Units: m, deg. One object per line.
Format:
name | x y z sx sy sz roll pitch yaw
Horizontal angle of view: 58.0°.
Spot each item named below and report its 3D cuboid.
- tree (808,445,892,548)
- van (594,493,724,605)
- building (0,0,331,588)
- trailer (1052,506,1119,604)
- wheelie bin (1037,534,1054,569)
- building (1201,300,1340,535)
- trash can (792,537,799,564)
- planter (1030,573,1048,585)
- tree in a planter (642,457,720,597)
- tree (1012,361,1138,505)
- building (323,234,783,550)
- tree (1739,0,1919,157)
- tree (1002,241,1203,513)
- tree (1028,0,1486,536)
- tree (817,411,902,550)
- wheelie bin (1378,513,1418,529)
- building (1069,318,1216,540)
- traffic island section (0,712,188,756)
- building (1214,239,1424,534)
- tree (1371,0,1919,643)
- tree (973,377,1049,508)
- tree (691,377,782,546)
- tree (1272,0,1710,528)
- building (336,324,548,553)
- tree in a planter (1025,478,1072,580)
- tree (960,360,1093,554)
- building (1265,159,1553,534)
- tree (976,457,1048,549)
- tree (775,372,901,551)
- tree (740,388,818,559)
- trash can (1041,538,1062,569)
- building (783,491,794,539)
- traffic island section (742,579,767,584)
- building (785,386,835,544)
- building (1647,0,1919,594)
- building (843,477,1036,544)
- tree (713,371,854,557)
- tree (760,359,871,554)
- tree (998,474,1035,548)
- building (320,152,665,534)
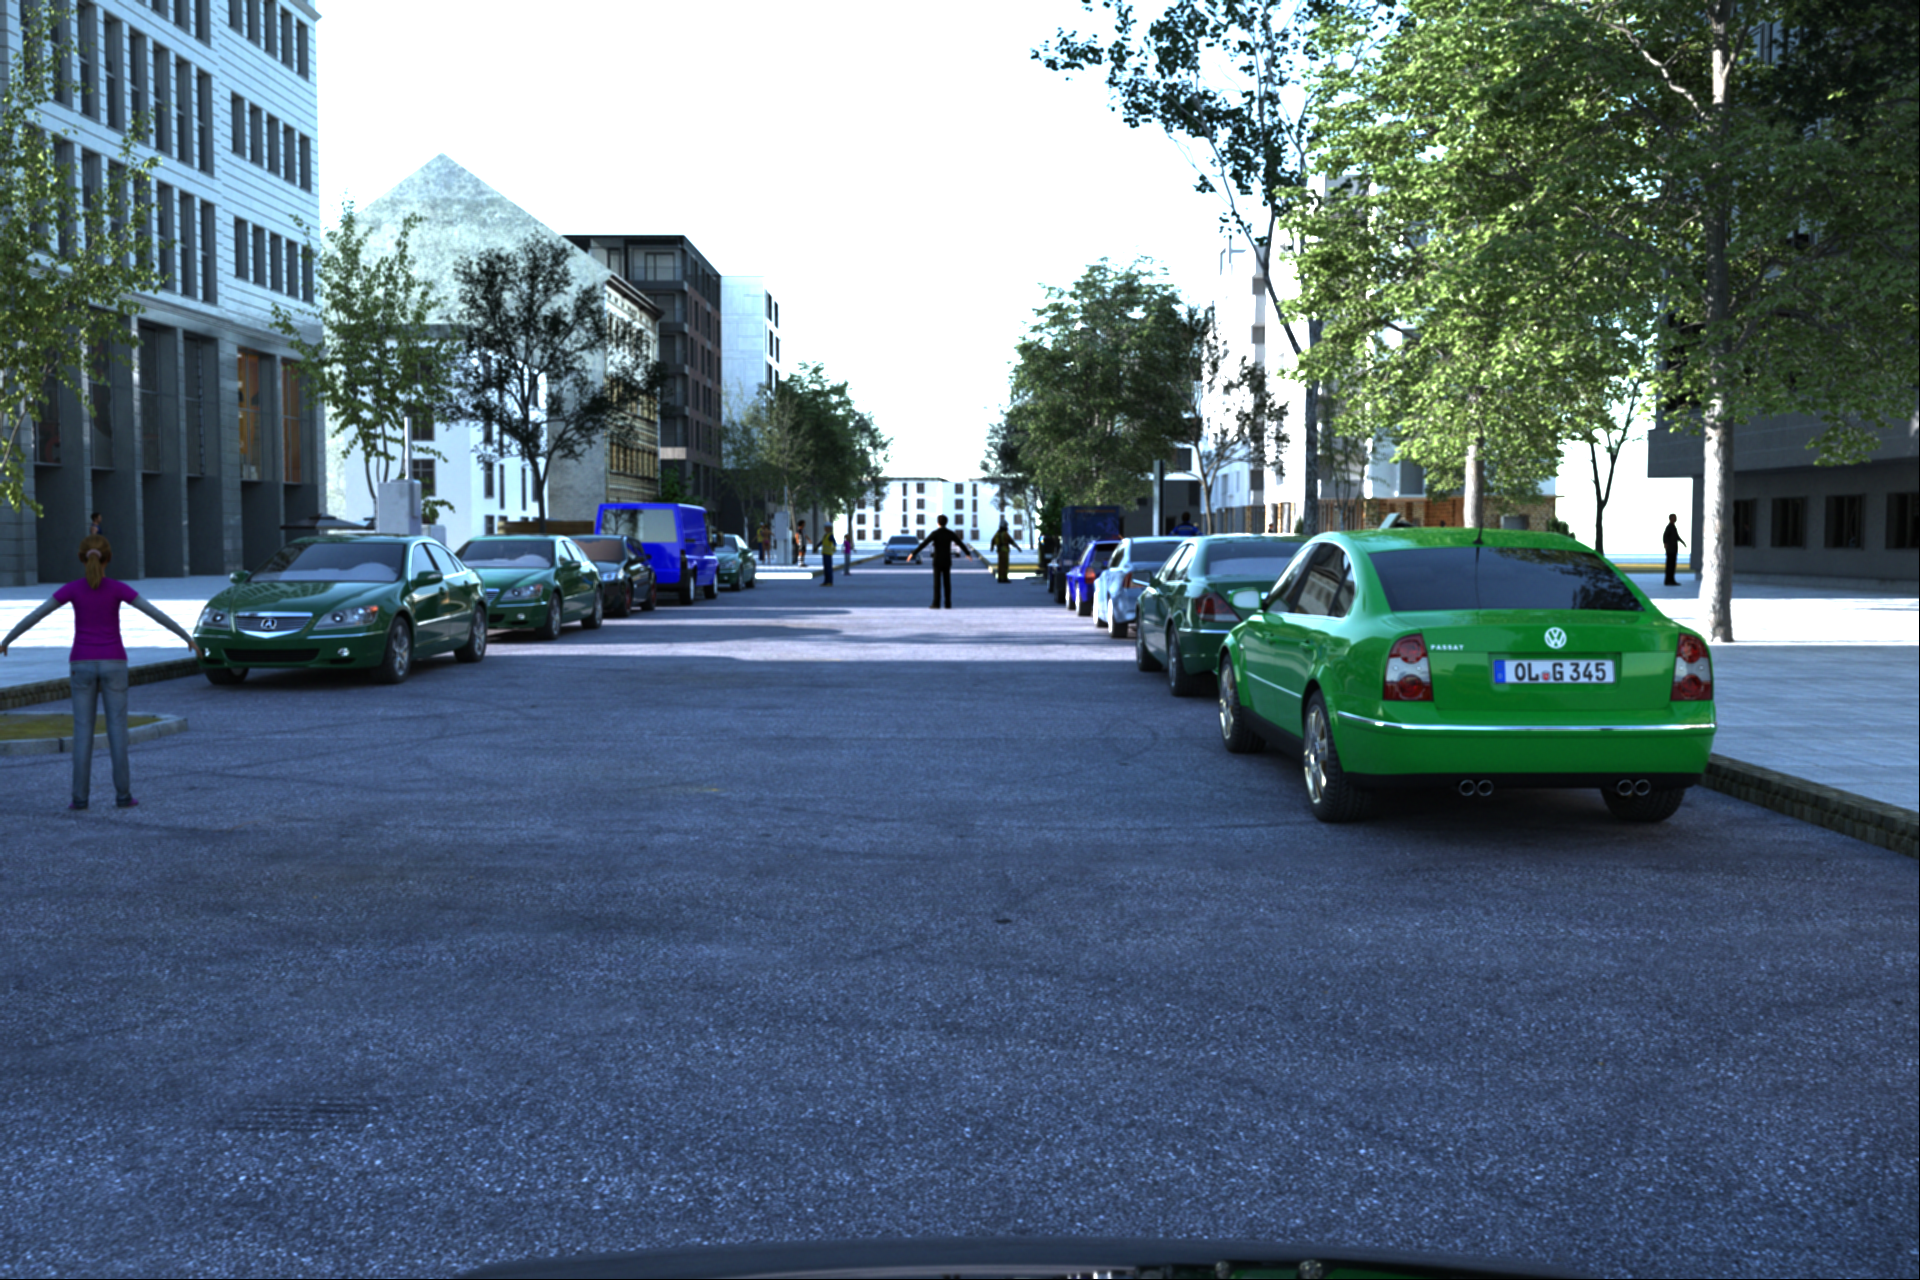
tree | -9.969 -13.669 157.898 8.767 10.594 7.601 -3 4 -39
van | -6.318 -1.968 36.553 2.240 2.365 5.245 0 4 0
building | -28.328 -16.504 47.334 11.434 29.767 29.804 0 3 0
trailer | 2.684 -1.816 36.735 1.471 1.999 3.904 0 4 -1
wheelie bin | 3.200 -3.449 64.293 0.693 1.594 0.980 0 4 -1
building | 24.820 -17.374 140.487 16.016 20.090 11.380 0 4 0
trash can | -7.262 -3.836 74.373 0.748 1.137 0.748 0 3 0
planter | 3.016 -1.735 49.506 1.991 0.319 1.994 0 3 0
tree in a planter | -6.660 -2.635 40.301 1.991 3.239 1.994 0 4 0
tree | 6.368 -9.537 90.343 7.601 10.594 8.767 -1 4 -15
building | -29.320 -17.778 134.643 27.936 21.610 32.646 0 3 0
tree | 8.476 -4.676 10.864 7.601 10.594 8.767 -2 4 -32
tree | 6.150 -10.416 76.954 9.857 13.997 8.962 0 3 0
tree | 7.773 -11.586 45.314 12.611 20.169 13.585 0 3 0
tree | -8.943 -13.253 142.446 9.928 11.665 9.643 0 3 0
wheelie bin | 6.561 -1.121 26.244 0.693 1.594 0.980 0 4 0
building | 25.137 -20.553 180.015 27.936 21.610 32.646 0 4 0
traffic island section | -6.628 0.655 12.150 1.991 0.108 1.994 0 4 0
building | 21.741 -15.638 112.105 16.016 20.090 11.380 0 4 0
tree | 8.906 -6.273 20.692 7.486 12.596 7.792 0 3 0
tree | 6.175 -13.394 129.358 12.009 13.543 11.850 0 3 0
tree | -9.827 -7.978 80.808 4.360 8.622 3.978 0 3 0
tree | 9.286 -6.902 30.973 7.486 12.596 7.792 0 3 0
building | -24.277 -8.636 83.344 9.099 9.664 28.070 0 4 -1
tree in a planter | 3.052 -3.532 54.966 1.991 3.239 1.994 0 4 1
tree | 5.535 -12.439 113.745 12.009 13.543 11.850 0 3 0
building | 21.667 -14.455 92.756 16.016 20.090 11.380 0 4 0
tree | 5.819 -12.829 144.168 8.767 10.594 7.601 -3 4 -36
tree | -9.596 -13.422 129.819 12.009 13.543 11.850 0 3 0
tree | -9.578 -8.362 87.084 4.360 8.622 3.978 0 3 0
trash can | 3.227 -3.004 60.765 0.748 1.137 0.748 0 3 0
building | -30.051 -23.071 208.146 19.493 23.208 18.063 0 4 0
traffic island section | -6.681 -1.690 50.496 1.991 0.108 1.994 0 4 0
building | -26.420 -24.253 227.470 19.493 23.208 18.063 0 4 -1
building | 25.744 -13.060 32.603 14.314 24.678 30.058 0 4 0
building | -2.785 -18.825 252.398 28.070 9.664 9.099 0 4 2
tree | -9.527 -10.064 98.963 7.601 10.594 8.767 3 5 42
tree | -9.797 -11.906 112.792 7.486 12.596 7.792 0 3 0
tree | 6.072 -12.846 160.399 4.360 8.622 3.978 0 3 0
building | -29.784 -17.015 109.117 19.493 23.208 18.063 0 4 0
